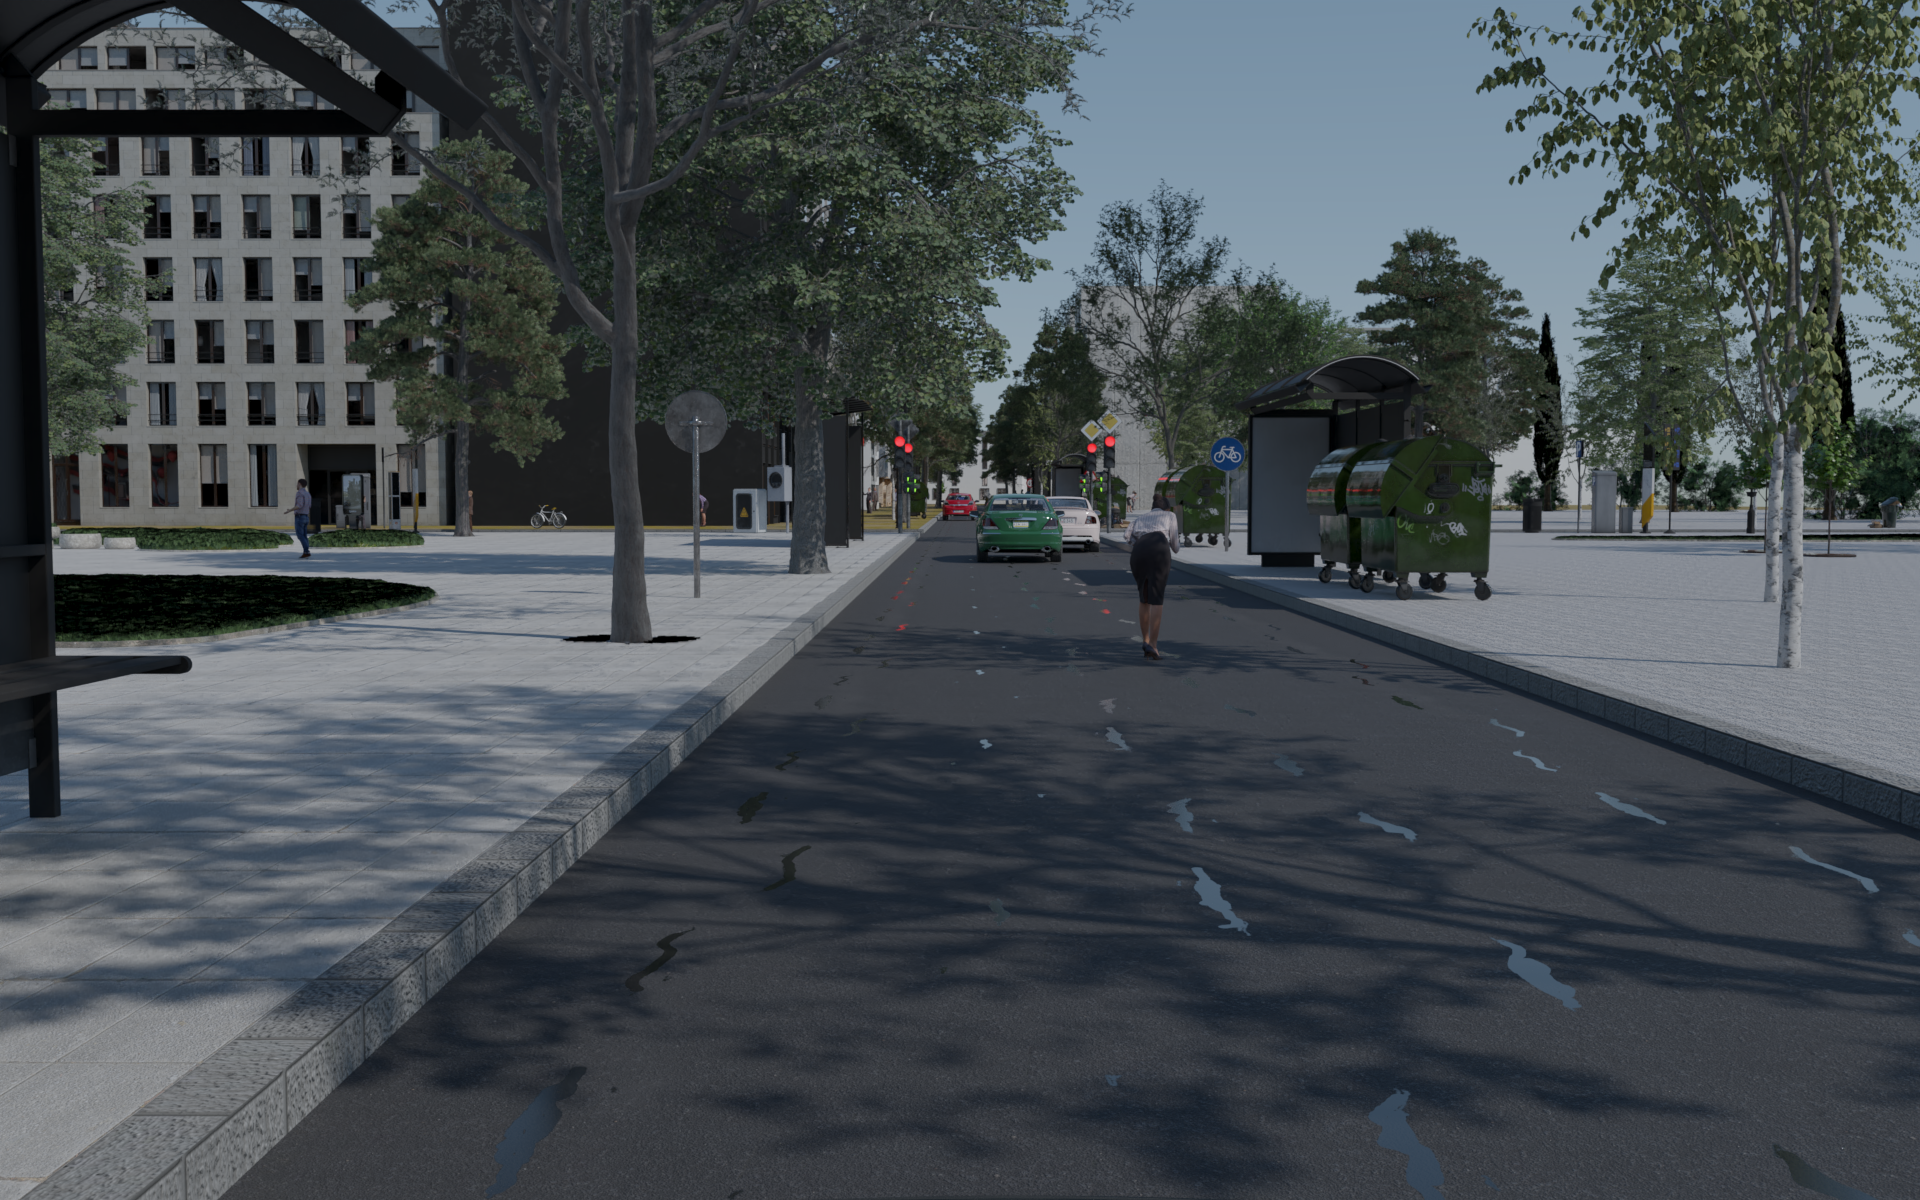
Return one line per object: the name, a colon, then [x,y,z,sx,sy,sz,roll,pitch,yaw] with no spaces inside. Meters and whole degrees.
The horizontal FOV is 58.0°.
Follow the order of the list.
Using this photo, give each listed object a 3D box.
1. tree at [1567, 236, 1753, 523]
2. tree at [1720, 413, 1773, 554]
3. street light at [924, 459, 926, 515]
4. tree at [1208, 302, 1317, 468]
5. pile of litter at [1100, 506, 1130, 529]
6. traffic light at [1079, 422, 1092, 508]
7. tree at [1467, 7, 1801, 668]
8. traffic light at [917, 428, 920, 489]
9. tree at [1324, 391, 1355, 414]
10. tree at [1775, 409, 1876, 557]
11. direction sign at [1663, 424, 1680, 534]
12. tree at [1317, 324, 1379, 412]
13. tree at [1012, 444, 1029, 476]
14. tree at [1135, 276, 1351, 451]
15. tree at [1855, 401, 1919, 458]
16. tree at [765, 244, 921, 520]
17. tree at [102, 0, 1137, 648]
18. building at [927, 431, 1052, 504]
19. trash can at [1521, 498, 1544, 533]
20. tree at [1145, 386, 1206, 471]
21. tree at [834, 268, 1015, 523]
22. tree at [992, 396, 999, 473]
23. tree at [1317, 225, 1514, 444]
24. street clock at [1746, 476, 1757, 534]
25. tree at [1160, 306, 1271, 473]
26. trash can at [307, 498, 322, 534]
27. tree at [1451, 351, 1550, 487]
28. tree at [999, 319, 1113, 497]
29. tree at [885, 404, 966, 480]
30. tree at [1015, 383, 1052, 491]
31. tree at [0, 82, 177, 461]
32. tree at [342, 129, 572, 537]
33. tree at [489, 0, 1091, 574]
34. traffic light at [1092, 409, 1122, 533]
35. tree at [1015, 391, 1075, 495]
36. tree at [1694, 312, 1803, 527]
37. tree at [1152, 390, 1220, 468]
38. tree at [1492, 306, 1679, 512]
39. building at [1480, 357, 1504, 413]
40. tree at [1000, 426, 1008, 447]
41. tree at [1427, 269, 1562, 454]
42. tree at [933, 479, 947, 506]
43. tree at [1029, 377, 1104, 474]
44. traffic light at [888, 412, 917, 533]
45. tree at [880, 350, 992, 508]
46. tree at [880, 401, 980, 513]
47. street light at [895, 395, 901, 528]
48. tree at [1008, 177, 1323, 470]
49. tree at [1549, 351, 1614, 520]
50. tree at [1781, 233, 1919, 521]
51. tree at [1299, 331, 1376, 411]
tree: [30.545,-9.639,75.731,7.486,12.596,7.792,0,3,0]
tree: [17.710,-2.641,37.786,1.663,3.219,1.824,0,3,0]
street light: [-2.207,-8.298,108.454,0.468,5.910,1.993,0,4,0]
tree: [16.876,-10.456,93.013,6.751,12.117,7.091,0,3,0]
pile of litter: [5.890,-3.081,64.335,1.719,0.858,1.176,0,4,-6]
traffic light: [4.859,-4.593,64.335,0.839,4.213,0.868,0,4,0]
tree: [5.891,-3.804,12.552,4.737,8.622,4.395,0,3,0]
traffic light: [-1.902,-4.593,64.340,0.839,4.213,0.868,0,4,0]
tree: [27.407,-10.683,125.022,4.360,8.622,3.978,0,3,0]
tree: [17.957,-2.500,35.470,1.663,3.219,1.824,0,3,0]
direction sign: [22.990,-3.915,56.013,0.876,3.537,0.379,-2,4,-35]
tree: [26.359,-12.098,115.928,7.486,12.596,7.792,0,3,0]
tree: [6.510,-12.169,149.325,4.360,8.622,3.978,0,3,0]
tree: [15.406,-9.646,83.467,9.928,11.665,9.643,0,3,0]
tree: [58.964,-8.694,105.060,11.467,7.101,20.602,-2,4,-27]
tree: [-3.425,-6.113,50.309,4.360,8.622,3.978,0,3,0]
tree: [-3.007,-6.376,14.620,12.009,13.543,11.850,0,3,0]
building: [8.263,-17.806,233.278,28.070,9.664,9.099,0,4,0]
trash can: [18.880,-2.782,57.140,0.748,1.137,0.748,0,3,0]
tree: [13.744,-9.886,112.004,4.737,8.622,4.395,0,3,0]
tree: [-2.497,-9.456,76.655,6.751,12.117,7.091,0,3,0]
tree: [6.177,-17.434,192.461,7.806,13.903,7.818,0,3,0]
tree: [18.427,-9.011,69.384,6.751,12.117,7.091,0,3,0]
street clock: [25.580,-3.144,55.978,0.358,2.002,0.471,-2,4,-34]
tree: [15.294,-11.312,103.080,7.486,12.596,7.792,0,3,0]
trash can: [-20.920,-2.700,55.804,0.748,1.137,0.748,0,3,0]
tree: [25.912,-8.268,85.552,4.360,8.622,3.978,0,3,0]
tree: [6.970,-13.219,123.546,7.806,13.903,7.818,0,3,0]
tree: [-2.894,-13.676,141.721,7.486,12.596,7.792,0,3,0]
tree: [6.645,-15.037,167.915,6.751,12.117,7.091,0,3,0]
tree: [-28.748,-8.833,51.067,9.857,13.997,8.962,0,3,0]
tree: [-14.996,-7.946,51.972,6.751,12.117,7.091,0,3,0]
tree: [-2.561,-7.401,27.669,9.857,13.997,8.962,0,3,0]
traffic light: [4.835,-4.104,56.350,0.839,4.213,0.868,0,4,0]
tree: [5.739,-10.197,117.081,4.737,8.622,4.395,0,3,0]
tree: [31.154,-7.209,68.226,4.360,8.622,3.978,0,3,0]
tree: [15.406,-10.271,118.290,4.360,8.622,3.978,0,3,0]
tree: [48.017,-13.755,126.712,18.604,14.587,13.155,1,4,22]
building: [68.294,-23.190,235.579,11.380,20.091,16.016,0,4,0]
tree: [5.898,-10.146,100.293,7.601,10.594,8.767,0,4,-5]
tree: [28.732,-11.457,94.749,7.806,13.903,7.818,0,3,0]
tree: [-1.961,-11.923,189.542,1.663,3.219,1.824,0,3,0]
tree: [6.891,-9.669,108.455,4.360,8.622,3.978,0,3,0]
traffic light: [-1.927,-4.105,56.354,0.839,4.213,0.868,0,4,0]
tree: [-2.793,-13.753,132.283,7.806,13.903,7.818,0,3,0]
tree: [-2.111,-11.338,119.793,7.601,10.594,8.767,0,4,3]
street light: [-2.340,-5.614,64.583,0.468,5.910,1.993,0,4,0]
tree: [6.312,-7.095,50.422,8.767,10.594,7.601,1,4,9]
tree: [31.158,-8.356,86.986,4.360,8.622,3.978,0,3,0]
tree: [46.086,-10.971,81.196,13.155,14.587,18.604,-2,4,-35]
tree: [30.144,-13.883,133.647,9.857,13.997,8.962,0,3,0]
